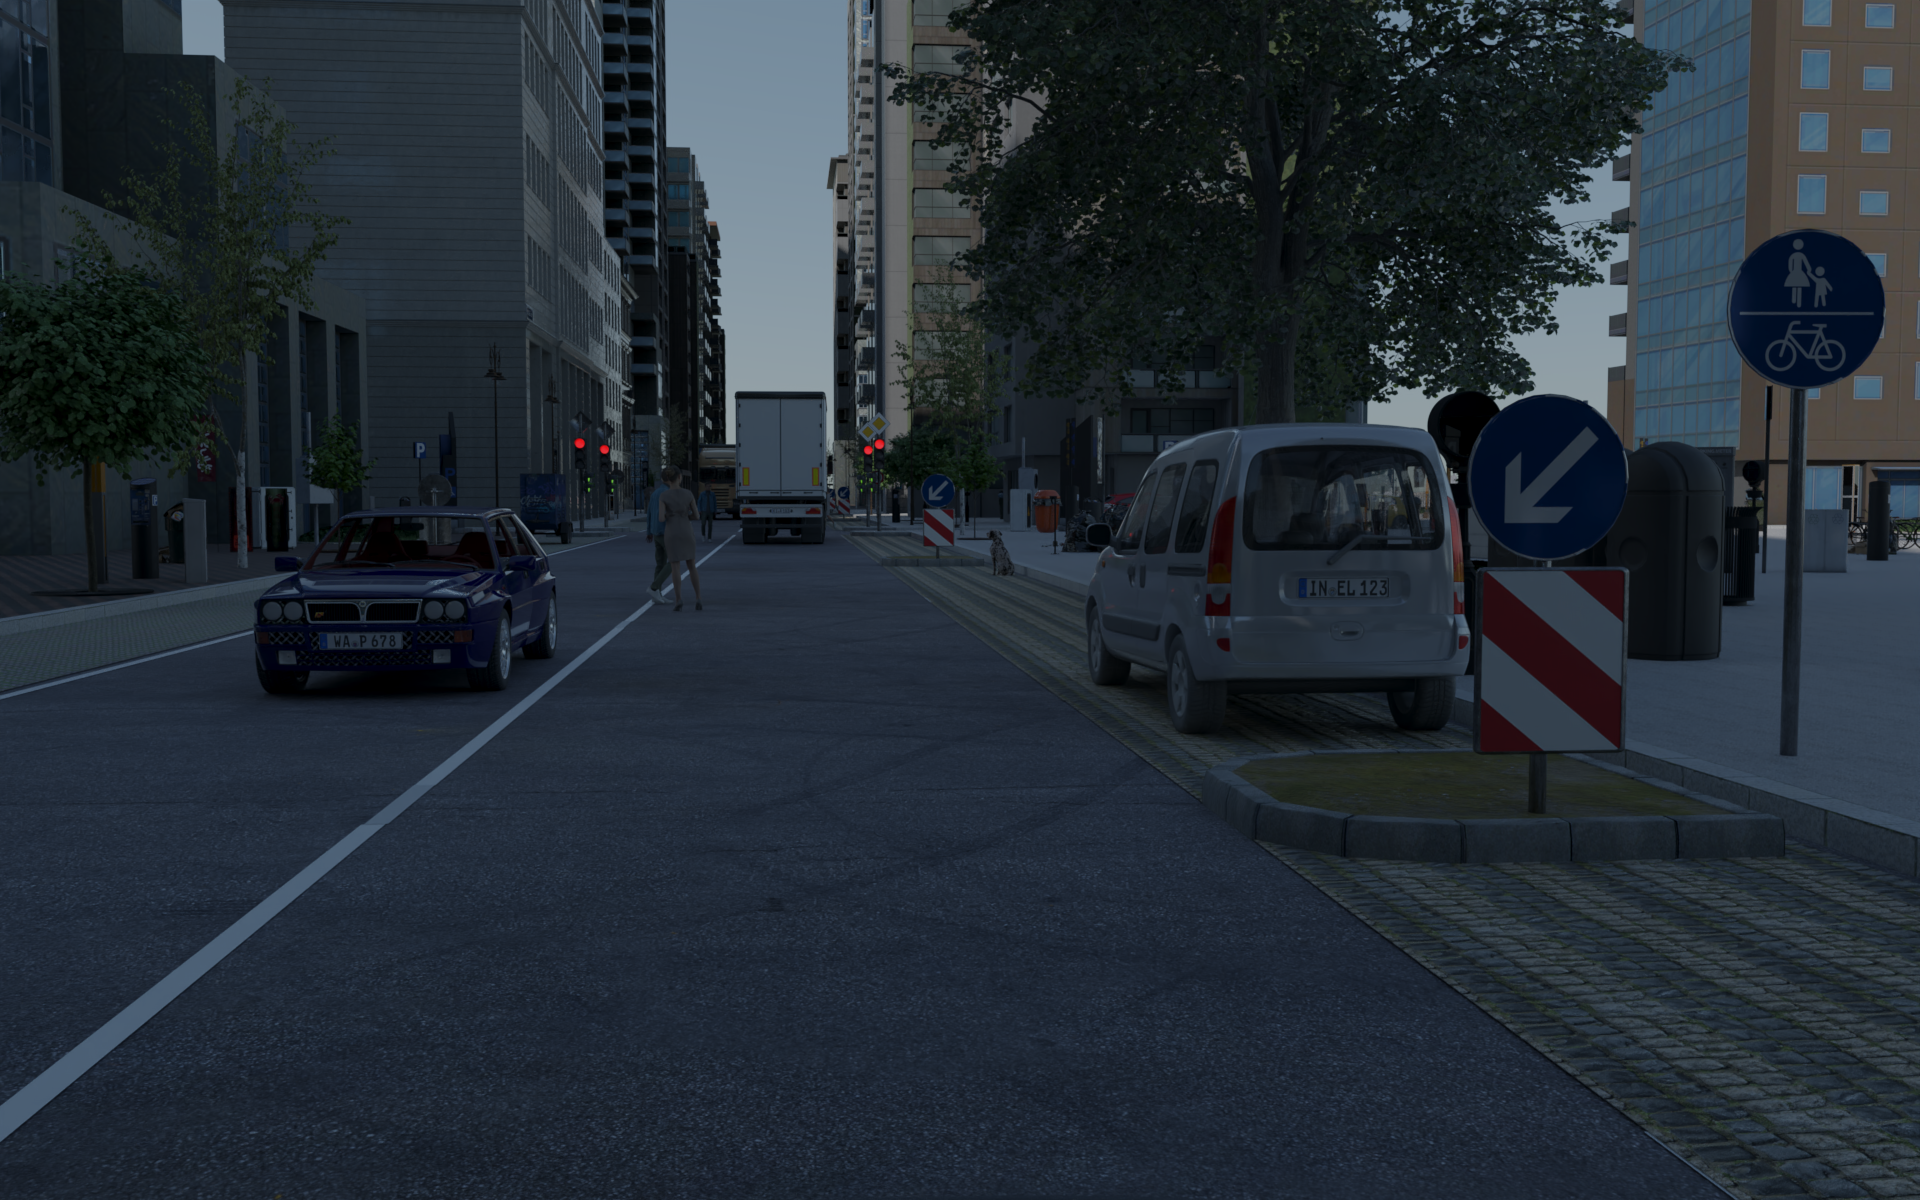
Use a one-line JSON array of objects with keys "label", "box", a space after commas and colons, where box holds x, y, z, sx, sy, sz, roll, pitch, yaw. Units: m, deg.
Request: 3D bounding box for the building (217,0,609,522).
[{"label": "building", "box": [-23.515, -18.514, 80.201, 11.434, 29.767, 29.804, 0, 4, -6]}]

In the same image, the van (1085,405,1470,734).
[{"label": "van", "box": [1.954, -0.289, 11.739, 2.013, 2.044, 4.112, 0, 4, -6]}]

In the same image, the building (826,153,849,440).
[{"label": "building", "box": [-5.558, -41.296, 264.421, 28.713, 52.752, 27.495, 0, 4, -6]}]

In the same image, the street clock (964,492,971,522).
[{"label": "street clock", "box": [0.324, -4.523, 78.528, 0.358, 2.002, 0.471, 0, 4, 1]}]

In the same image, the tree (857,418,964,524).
[{"label": "tree", "box": [-1.461, -5.604, 75.331, 4.285, 4.588, 4.351, 0, 3, 0]}]

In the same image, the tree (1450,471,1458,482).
[{"label": "tree", "box": [15.365, -3.475, 51.426, 1.663, 3.219, 1.824, 0, 3, 0]}]

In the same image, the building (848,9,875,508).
[{"label": "building", "box": [1.027, -33.775, 171.832, 23.786, 49.044, 30.456, 0, 4, -6]}]

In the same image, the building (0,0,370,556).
[{"label": "building", "box": [-33.922, -44.627, 42.330, 31.000, 86.520, 22.319, 0, 4, -6]}]

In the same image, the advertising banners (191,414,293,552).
[{"label": "advertising banners", "box": [-15.874, -2.573, 38.259, 2.074, 3.025, 0.090, -1, 4, -12]}]

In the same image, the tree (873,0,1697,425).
[{"label": "tree", "box": [3.881, -6.968, 20.577, 9.857, 13.997, 8.962, 0, 3, 0]}]

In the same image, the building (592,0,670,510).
[{"label": "building", "box": [-37.108, -51.430, 153.549, 22.319, 86.520, 31.000, 0, 4, -6]}]

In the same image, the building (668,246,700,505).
[{"label": "building", "box": [-37.364, -26.142, 199.130, 14.160, 30.474, 14.107, 0, 4, -6]}]

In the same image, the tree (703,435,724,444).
[{"label": "tree", "box": [-30.574, -16.227, 215.672, 4.360, 8.622, 3.978, 0, 3, 0]}]

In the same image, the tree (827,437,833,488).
[{"label": "tree", "box": [-16.932, -16.849, 225.838, 4.737, 8.622, 4.395, 0, 3, 0]}]

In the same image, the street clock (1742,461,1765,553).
[{"label": "street clock", "box": [17.174, -2.012, 37.464, 0.358, 2.002, 0.471, -2, 4, -26]}]

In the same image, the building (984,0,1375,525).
[{"label": "building", "box": [8.649, -23.831, 73.226, 14.086, 41.232, 14.154, 0, 4, -6]}]

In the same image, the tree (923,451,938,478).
[{"label": "tree", "box": [-0.659, -4.402, 66.573, 1.663, 3.219, 1.824, 0, 3, 0]}]

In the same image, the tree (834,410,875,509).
[{"label": "tree", "box": [-8.944, -12.386, 152.874, 4.360, 8.622, 3.978, 0, 3, 0]}]

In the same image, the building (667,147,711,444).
[{"label": "building", "box": [-45.959, -37.873, 238.824, 23.786, 49.044, 30.456, 0, 4, -6]}]

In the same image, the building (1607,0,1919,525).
[{"label": "building", "box": [39.334, -26.130, 77.343, 14.200, 45.320, 14.600, 0, 4, -6]}]

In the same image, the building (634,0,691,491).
[{"label": "building", "box": [-38.823, -45.350, 179.732, 20.563, 71.187, 20.611, 0, 4, -6]}]

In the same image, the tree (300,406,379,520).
[{"label": "tree", "box": [-13.577, -2.663, 38.144, 1.663, 3.219, 1.824, 0, 3, 0]}]

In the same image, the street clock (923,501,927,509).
[{"label": "street clock", "box": [-1.738, -4.973, 85.886, 0.471, 2.002, 0.358, -1, 4, -15]}]

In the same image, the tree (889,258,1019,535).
[{"label": "tree", "box": [-0.013, -6.313, 53.578, 4.737, 8.622, 4.395, 0, 3, 0]}]

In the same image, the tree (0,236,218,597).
[{"label": "tree", "box": [-11.228, -2.360, 22.295, 4.285, 4.588, 4.351, 0, 3, 0]}]

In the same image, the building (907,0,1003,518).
[{"label": "building", "box": [3.799, -20.086, 100.110, 14.160, 30.474, 14.107, 0, 4, -6]}]

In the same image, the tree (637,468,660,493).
[{"label": "tree", "box": [-22.530, -8.004, 125.475, 1.663, 3.219, 1.824, 0, 3, 0]}]

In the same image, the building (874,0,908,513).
[{"label": "building", "box": [4.126, -35.874, 128.539, 21.231, 58.520, 28.212, 0, 4, -6]}]

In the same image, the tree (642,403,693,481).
[{"label": "tree", "box": [-23.355, -11.527, 138.824, 4.360, 8.622, 3.978, 0, 3, 0]}]

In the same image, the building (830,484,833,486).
[{"label": "building", "box": [-7.096, -36.611, 290.475, 32.217, 40.220, 23.993, 0, 4, -6]}]

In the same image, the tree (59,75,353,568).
[{"label": "tree", "box": [-12.744, -4.866, 29.925, 4.737, 8.622, 4.395, 0, 3, 0]}]

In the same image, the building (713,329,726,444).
[{"label": "building", "box": [-46.558, -31.743, 290.705, 14.160, 30.474, 14.107, 0, 4, -6]}]

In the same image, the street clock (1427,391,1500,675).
[{"label": "street clock", "box": [3.568, -0.472, 12.286, 0.471, 2.002, 0.358, 0, 4, -4]}]

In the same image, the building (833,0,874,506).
[{"label": "building", "box": [-3.336, -54.337, 201.075, 22.319, 86.520, 31.000, 0, 4, -6]}]

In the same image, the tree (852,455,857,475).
[{"label": "tree", "box": [-5.293, -7.742, 110.299, 4.285, 4.588, 4.351, 0, 3, 0]}]

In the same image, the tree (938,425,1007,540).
[{"label": "tree", "box": [0.384, -3.306, 48.654, 1.663, 3.219, 1.824, 0, 3, 0]}]

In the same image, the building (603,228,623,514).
[{"label": "building", "box": [-26.324, -15.221, 103.613, 10.420, 20.320, 16.860, 0, 4, -6]}]

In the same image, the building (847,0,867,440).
[{"label": "building", "box": [-7.066, -48.995, 239.318, 20.563, 71.187, 20.611, 0, 4, -6]}]

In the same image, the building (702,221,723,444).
[{"label": "building", "box": [-48.263, -37.545, 268.479, 22.147, 44.769, 28.867, 0, 4, -6]}]

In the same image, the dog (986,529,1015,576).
[{"label": "dog", "box": [0.703, -0.823, 30.286, 0.513, 0.831, 0.800, 0, 4, 3]}]

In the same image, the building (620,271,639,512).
[{"label": "building", "box": [-28.604, -15.716, 121.580, 10.561, 19.102, 19.286, 0, 4, -6]}]
